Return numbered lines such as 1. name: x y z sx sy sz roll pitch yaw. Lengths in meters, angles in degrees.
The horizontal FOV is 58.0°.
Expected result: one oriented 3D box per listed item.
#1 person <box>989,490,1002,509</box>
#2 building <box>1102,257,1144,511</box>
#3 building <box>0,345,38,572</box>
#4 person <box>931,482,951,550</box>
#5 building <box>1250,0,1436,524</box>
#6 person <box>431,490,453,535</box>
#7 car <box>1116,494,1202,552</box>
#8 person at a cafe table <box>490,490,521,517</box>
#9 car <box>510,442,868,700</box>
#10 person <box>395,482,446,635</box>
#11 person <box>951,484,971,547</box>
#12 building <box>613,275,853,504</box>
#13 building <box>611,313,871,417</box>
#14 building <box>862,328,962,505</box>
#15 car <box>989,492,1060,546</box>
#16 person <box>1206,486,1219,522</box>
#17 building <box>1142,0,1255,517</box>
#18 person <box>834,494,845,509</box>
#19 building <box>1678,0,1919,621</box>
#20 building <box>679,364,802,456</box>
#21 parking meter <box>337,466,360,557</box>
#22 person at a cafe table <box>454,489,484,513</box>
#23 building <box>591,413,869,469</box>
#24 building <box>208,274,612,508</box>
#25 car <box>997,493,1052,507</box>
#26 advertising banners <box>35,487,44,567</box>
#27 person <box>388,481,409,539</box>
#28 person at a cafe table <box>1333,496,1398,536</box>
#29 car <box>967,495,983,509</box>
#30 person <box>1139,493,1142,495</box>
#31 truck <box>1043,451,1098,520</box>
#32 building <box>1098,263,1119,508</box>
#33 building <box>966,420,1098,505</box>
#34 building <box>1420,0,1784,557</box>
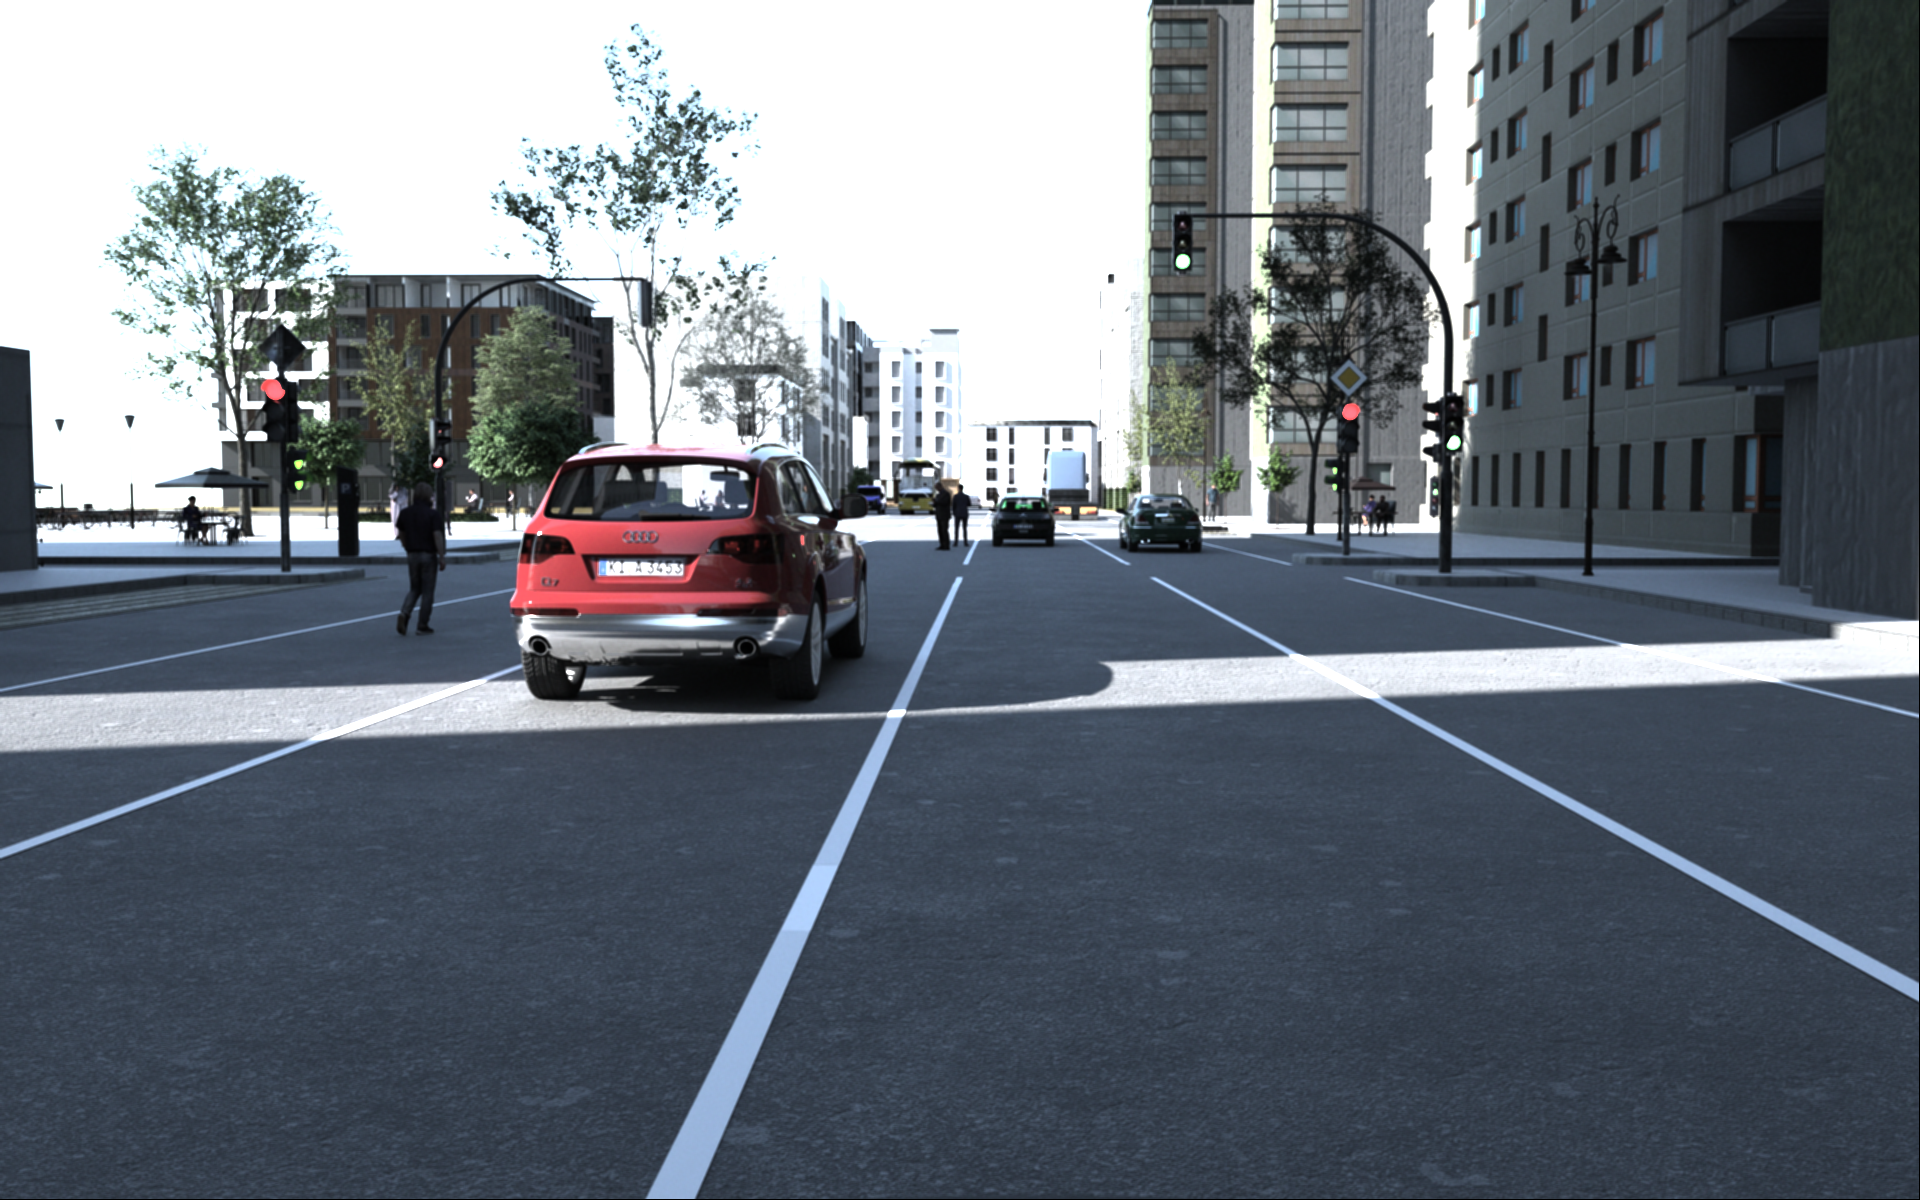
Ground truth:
1. person: 3.096 -8.653 150.062 1.348 1.812 0.705 2 4 33
2. building: 20.679 -16.599 137.847 16.747 18.905 31.486 0 4 1
3. building: -26.265 -35.423 17.426 20.611 71.187 20.563 0 4 1
4. person: -0.497 -2.152 44.369 0.565 1.739 0.600 2 4 29
5. building: 20.294 -24.184 78.995 14.154 41.232 14.086 0 4 1
6. person: -16.033 -2.877 53.532 0.683 1.767 0.568 0 4 -7
7. car: 5.090 -1.982 44.207 2.131 1.459 4.920 0 4 1
8. person at a cafe table: -25.394 -5.402 96.838 1.622 1.524 1.698 -1 4 -19
9. car: -1.926 -0.303 13.631 2.281 1.827 5.304 0 4 3
10. person: -5.572 -0.426 17.674 0.471 1.553 0.569 -3 5 -41
11. person: 0.037 -2.326 47.451 0.541 1.710 0.530 0 4 1
12. building: -19.290 -17.702 155.880 16.747 18.905 31.486 0 4 1
13. building: -27.740 -22.348 209.360 32.646 21.610 27.936 0 4 1
14. building: -5.555 -21.223 203.416 11.380 20.091 16.016 0 4 1
15. car: 1.801 -2.383 48.756 2.009 1.686 4.222 0 4 3
16. person: 11.745 -4.545 80.484 0.598 1.807 0.434 0 4 -1
17. building: 17.877 -20.319 103.923 14.160 30.474 14.107 0 4 1
18. person: -3.400 -2.248 48.441 0.799 1.438 0.628 2 4 30
19. building: 16.782 -20.579 20.066 14.154 41.232 14.086 0 4 1
20. building: -15.892 -11.267 126.358 9.099 9.664 28.070 0 4 1
21. parking meter: -12.560 -1.828 35.592 0.399 1.863 0.255 0 4 -1
22. person at a cafe table: -23.982 -4.619 84.034 1.622 1.524 1.698 -2 4 -28
23. building: -23.960 -14.761 183.492 28.070 9.664 9.099 0 4 1
24. building: -54.899 -20.249 175.046 32.646 21.610 27.936 0 4 1
25. car: 2.270 -3.204 61.176 1.959 1.807 4.718 0 4 3
26. advertising banners: -16.762 -2.047 29.658 2.074 3.025 0.090 0 4 4
27. person: -15.819 -2.573 48.787 0.551 1.740 0.621 -2 4 -27
28. person at a cafe table: 12.737 -2.603 53.413 1.726 1.238 1.698 -3 4 -37
29. car: 1.216 -9.680 170.626 2.083 1.381 4.827 0 4 1
30. person: 8.180 -4.154 79.114 0.574 1.496 0.600 -1 4 -20
31. truck: 6.461 -6.846 101.688 2.967 4.110 18.799 0 4 2
32. building: 27.358 -19.918 169.629 27.936 21.610 32.646 0 4 1
33. building: 14.858 -15.751 199.667 28.070 9.664 9.099 0 4 1
34. building: 30.794 -12.411 47.963 28.899 21.520 27.650 0 4 1
